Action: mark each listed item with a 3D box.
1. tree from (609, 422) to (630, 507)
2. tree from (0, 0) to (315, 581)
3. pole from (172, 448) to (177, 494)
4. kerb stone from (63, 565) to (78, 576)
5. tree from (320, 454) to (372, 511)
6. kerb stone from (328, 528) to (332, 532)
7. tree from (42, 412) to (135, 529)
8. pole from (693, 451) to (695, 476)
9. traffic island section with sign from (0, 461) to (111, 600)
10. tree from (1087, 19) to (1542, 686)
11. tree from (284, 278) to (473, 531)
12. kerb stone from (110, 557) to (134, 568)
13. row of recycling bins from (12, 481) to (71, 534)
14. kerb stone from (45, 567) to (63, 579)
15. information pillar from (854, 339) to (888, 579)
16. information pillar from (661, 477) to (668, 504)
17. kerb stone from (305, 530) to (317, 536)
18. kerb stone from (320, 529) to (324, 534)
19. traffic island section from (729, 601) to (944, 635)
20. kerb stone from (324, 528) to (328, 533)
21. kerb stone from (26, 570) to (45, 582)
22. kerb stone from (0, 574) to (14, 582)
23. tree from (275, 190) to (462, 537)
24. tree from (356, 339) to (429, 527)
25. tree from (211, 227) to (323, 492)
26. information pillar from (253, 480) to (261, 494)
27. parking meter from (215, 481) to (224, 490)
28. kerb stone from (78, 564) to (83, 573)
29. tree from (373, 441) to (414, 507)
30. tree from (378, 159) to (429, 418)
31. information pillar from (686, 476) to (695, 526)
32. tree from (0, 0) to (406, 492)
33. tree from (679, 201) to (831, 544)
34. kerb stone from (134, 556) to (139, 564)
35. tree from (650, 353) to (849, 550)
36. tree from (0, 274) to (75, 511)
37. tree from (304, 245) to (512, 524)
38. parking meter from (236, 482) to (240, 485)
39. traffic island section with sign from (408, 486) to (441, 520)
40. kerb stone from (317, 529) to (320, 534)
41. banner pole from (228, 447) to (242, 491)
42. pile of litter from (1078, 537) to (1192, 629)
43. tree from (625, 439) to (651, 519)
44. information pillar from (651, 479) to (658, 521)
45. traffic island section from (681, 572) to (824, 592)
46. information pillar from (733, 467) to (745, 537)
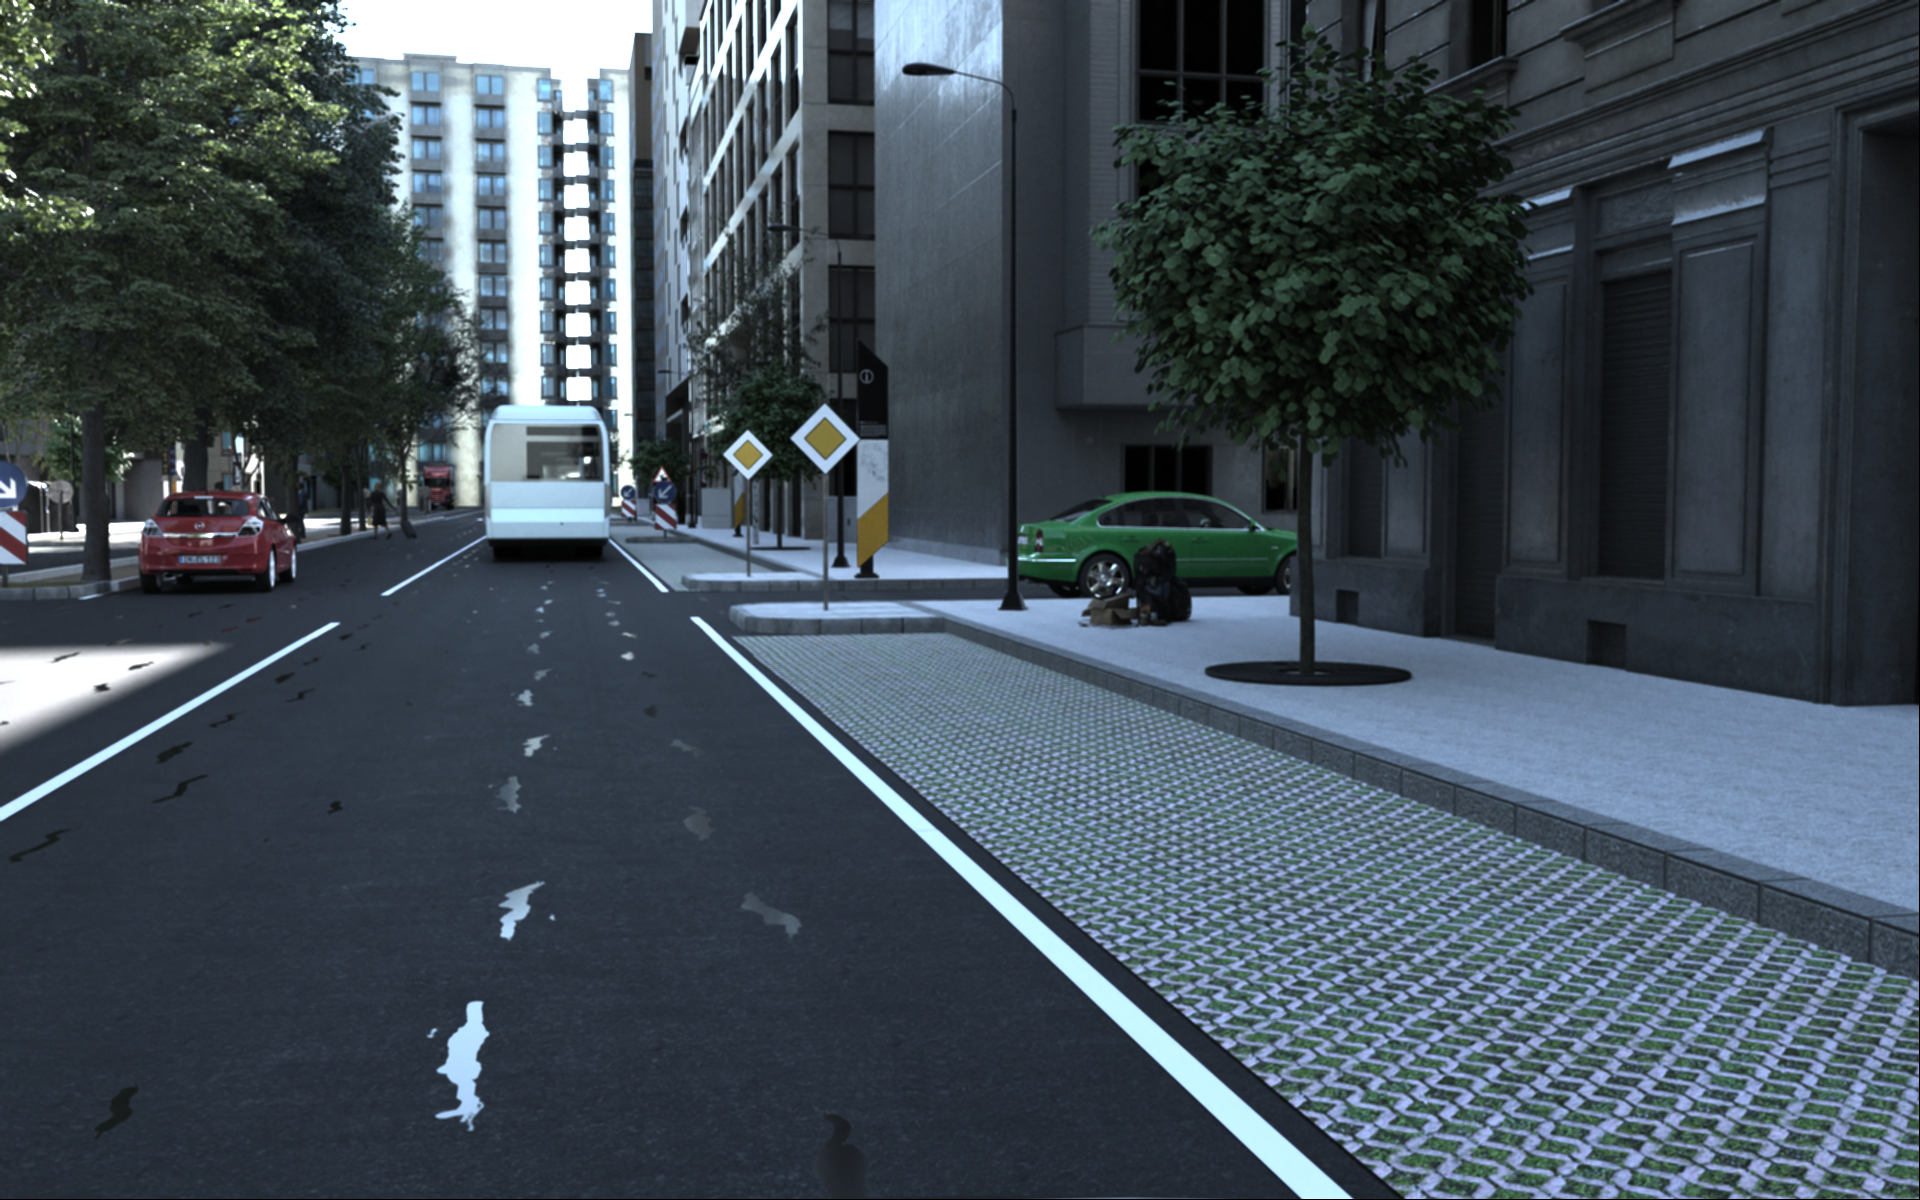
[{"bbox_3d":[-35.609,-13.821,176.331,4.360,8.622,3.978,0,3,0],"label":"tree"},{"bbox_3d":[-13.490,-6.489,26.679,7.486,12.596,7.792,0,3,0],"label":"tree"},{"bbox_3d":[-35.003,-5.094,77.130,0.158,3.312,0.155,0,3,0],"label":"pole"},{"bbox_3d":[-15.710,-0.500,30.368,0.120,0.150,1.000,-1,4,-13],"label":"kerb stone"},{"bbox_3d":[-49.789,-9.657,141.610,4.285,4.588,4.351,0,3,0],"label":"tree"},{"bbox_3d":[-23.569,-2.578,64.352,0.120,0.150,1.000,-1,4,-13],"label":"kerb stone"},{"bbox_3d":[-32.001,-4.885,63.583,4.285,4.588,4.351,0,3,0],"label":"tree"},{"bbox_3d":[-12.693,-5.410,82.296,0.158,3.312,0.155,0,3,0],"label":"pole"},{"bbox_3d":[-13.215,-0.987,24.270,2.006,1.907,1.989,-1,4,-13],"label":"traffic island section with sign"},{"bbox_3d":[2.515,-1.742,12.198,4.285,4.588,4.351,0,3,0],"label":"tree"},{"bbox_3d":[-23.019,-7.936,66.616,8.767,10.594,7.601,-1,4,-13],"label":"tree"},{"bbox_3d":[-16.628,-0.744,34.360,0.120,0.150,1.000,-1,4,-13],"label":"kerb stone"},{"bbox_3d":[-30.231,-3.049,56.970,1.069,1.692,3.534,-1,4,-9],"label":"row of recycling bins"},{"bbox_3d":[-15.470,-0.439,29.374,0.120,0.150,1.000,-1,4,-13],"label":"kerb stone"},{"bbox_3d":[-1.344,-2.139,26.322,0.504,3.616,0.183,-1,4,-17],"label":"information pillar"},{"bbox_3d":[-12.748,-4.300,74.795,0.304,2.012,0.304,0,4,-8],"label":"information pillar"},{"bbox_3d":[-22.636,-2.326,60.349,0.120,0.150,1.000,-1,4,-13],"label":"kerb stone"},{"bbox_3d":[-23.100,-2.456,62.347,0.120,0.150,1.000,-1,4,-13],"label":"kerb stone"},{"bbox_3d":[-1.461,0.193,19.129,2.009,0.180,2.903,-1,4,-13],"label":"traffic island section"},{"bbox_3d":[-23.335,-2.517,63.349,0.120,0.150,1.000,-1,4,-13],"label":"kerb stone"},{"bbox_3d":[-15.243,-0.378,28.376,0.120,0.150,1.000,-1,4,-13],"label":"kerb stone"},{"bbox_3d":[-15.022,-0.314,27.378,0.120,0.150,1.000,-1,4,-13],"label":"kerb stone"},{"bbox_3d":[-20.615,-7.942,58.057,9.928,11.665,9.643,0,3,0],"label":"tree"},{"bbox_3d":[-24.653,-7.394,73.717,4.737,8.622,4.395,0,3,0],"label":"tree"},{"bbox_3d":[-17.948,-5.532,43.260,4.737,8.622,4.395,0,3,0],"label":"tree"},{"bbox_3d":[-37.168,-5.330,91.642,0.304,2.012,0.304,-3,4,-38],"label":"information pillar"},{"bbox_3d":[-34.373,-4.569,80.410,0.399,1.863,0.255,2,4,29],"label":"parking meter"},{"bbox_3d":[-15.935,-0.560,31.365,0.120,0.150,1.000,-1,4,-13],"label":"kerb stone"},{"bbox_3d":[-56.110,-13.535,171.662,4.360,8.622,3.978,0,3,0],"label":"tree"},{"bbox_3d":[-19.189,-7.875,49.336,7.486,12.596,7.792,0,3,0],"label":"tree"},{"bbox_3d":[-10.998,-4.050,70.710,0.304,2.012,0.304,-1,4,-23],"label":"information pillar"},{"bbox_3d":[-16.003,-7.750,35.831,9.857,13.997,8.962,0,3,0],"label":"tree"},{"bbox_3d":[-5.258,-5.741,44.233,4.360,8.622,3.978,0,3,0],"label":"tree"},{"bbox_3d":[-16.853,-0.804,35.361,0.120,0.150,1.000,-1,4,-13],"label":"kerb stone"},{"bbox_3d":[-4.141,-3.452,40.154,4.285,4.588,4.351,0,3,0],"label":"tree"},{"bbox_3d":[-28.966,-6.282,53.075,4.737,8.622,4.395,0,3,0],"label":"tree"},{"bbox_3d":[-26.617,-10.386,82.633,12.009,13.543,11.850,0,3,0],"label":"tree"},{"bbox_3d":[-35.506,-4.874,85.401,0.255,1.863,0.399,0,4,-5],"label":"parking meter"},{"bbox_3d":[-30.147,-5.465,97.483,2.006,1.907,1.989,-1,4,-13],"label":"traffic island section with sign"},{"bbox_3d":[-22.876,-2.395,61.346,0.120,0.150,1.000,-1,4,-13],"label":"kerb stone"},{"bbox_3d":[-38.682,-6.259,92.359,0.863,3.779,0.401,-1,4,-21],"label":"banner pole"},{"bbox_3d":[1.700,-0.204,17.300,1.176,0.858,1.719,3,5,41],"label":"pile of litter"},{"bbox_3d":[-15.597,-6.494,89.897,4.285,4.588,4.351,0,3,0],"label":"tree"},{"bbox_3d":[-14.519,-4.764,82.378,0.304,2.012,0.304,-1,4,-19],"label":"information pillar"},{"bbox_3d":[-3.260,-0.283,26.909,2.009,0.180,2.903,-1,4,-13],"label":"traffic island section"},{"bbox_3d":[-6.622,-3.703,51.904,0.183,3.616,0.504,-3,4,-36],"label":"information pillar"}]
